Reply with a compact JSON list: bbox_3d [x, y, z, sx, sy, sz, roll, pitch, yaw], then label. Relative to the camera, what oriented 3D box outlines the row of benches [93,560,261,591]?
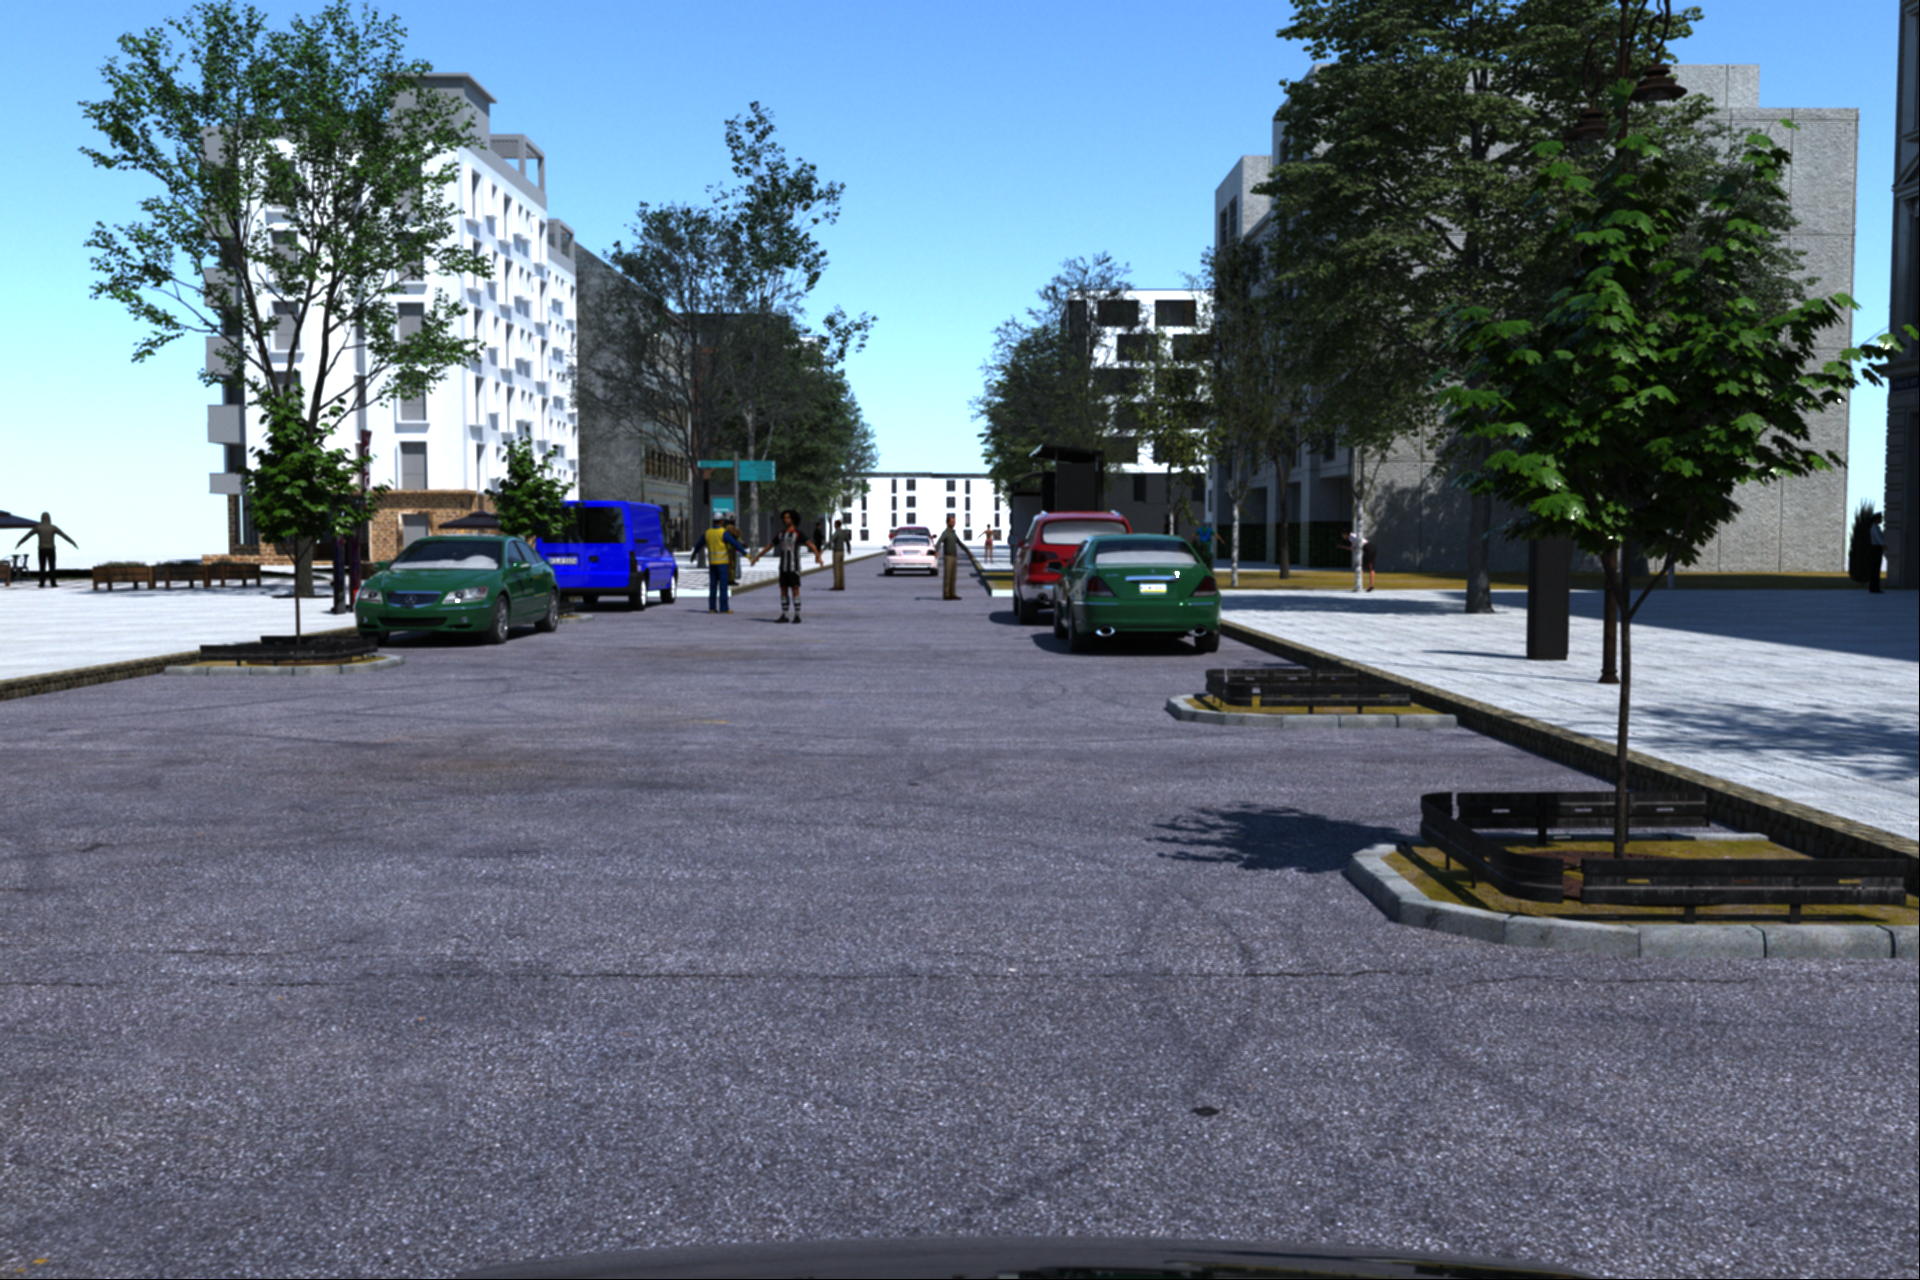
[{"bbox_3d":[-18.493,-1.554,40.866,1.422,0.672,4.104,2,4,32],"label":"row of benches"}]

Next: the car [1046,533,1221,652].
[{"bbox_3d":[2.221,-0.651,22.445,2.131,1.459,4.920,0,4,-1],"label":"car"}]

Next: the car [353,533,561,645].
[{"bbox_3d":[-6.844,-0.744,23.970,2.131,1.459,4.920,0,4,0],"label":"car"}]

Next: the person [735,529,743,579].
[{"bbox_3d":[-6.416,-2.456,49.426,0.599,1.433,0.991,2,4,24],"label":"person"}]

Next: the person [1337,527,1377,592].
[{"bbox_3d":[8.811,-1.783,38.379,0.799,1.438,0.628,0,4,-5],"label":"person"}]

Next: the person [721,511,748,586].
[{"bbox_3d":[-5.692,-2.282,43.078,0.705,1.858,1.354,-2,4,-34],"label":"person"}]

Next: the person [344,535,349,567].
[{"bbox_3d":[-24.041,-3.801,68.081,0.705,1.837,1.347,0,4,1],"label":"person"}]

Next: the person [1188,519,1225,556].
[{"bbox_3d":[8.785,-3.418,62.012,1.347,1.817,0.704,1,4,15],"label":"person"}]

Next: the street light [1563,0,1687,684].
[{"bbox_3d":[5.588,-2.565,14.732,0.468,5.910,1.993,0,3,0],"label":"street light"}]

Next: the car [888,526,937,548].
[{"bbox_3d":[-2.215,-4.463,81.643,2.281,1.827,5.304,0,4,-1],"label":"car"}]

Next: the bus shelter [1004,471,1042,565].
[{"bbox_3d":[2.584,-3.942,58.375,2.014,3.302,5.546,0,4,0],"label":"bus shelter"}]

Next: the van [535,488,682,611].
[{"bbox_3d":[-6.817,-1.807,33.921,2.240,2.365,5.245,0,4,0],"label":"van"}]

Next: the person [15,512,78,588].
[{"bbox_3d":[-21.925,-2.169,41.585,1.348,1.813,0.705,-2,4,-25],"label":"person"}]

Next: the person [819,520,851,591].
[{"bbox_3d":[-3.112,-2.156,43.977,0.705,1.796,1.348,2,4,29],"label":"person"}]

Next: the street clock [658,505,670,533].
[{"bbox_3d":[-7.367,-2.353,43.045,0.358,2.002,0.471,0,4,1],"label":"street clock"}]

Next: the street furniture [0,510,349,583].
[{"bbox_3d":[-30.862,-2.814,51.039,27.439,1.986,14.083,0,4,-8],"label":"street furniture"}]

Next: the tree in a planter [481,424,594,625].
[{"bbox_3d":[-7.069,-1.894,28.193,1.991,3.239,1.994,0,4,1],"label":"tree in a planter"}]

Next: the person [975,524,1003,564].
[{"bbox_3d":[1.256,-4.155,74.740,1.217,1.733,0.721,1,4,11],"label":"person"}]

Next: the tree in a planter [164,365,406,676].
[{"bbox_3d":[-7.070,-1.295,18.403,1.991,3.239,1.994,0,4,0],"label":"tree in a planter"}]

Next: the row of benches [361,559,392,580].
[{"bbox_3d":[-13.220,-1.701,43.269,1.422,0.672,4.104,3,4,36],"label":"row of benches"}]

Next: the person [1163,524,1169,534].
[{"bbox_3d":[9.321,-4.429,79.132,0.721,1.740,1.216,1,4,9],"label":"person"}]

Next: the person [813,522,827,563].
[{"bbox_3d":[-6.291,-4.350,77.316,0.705,1.806,1.347,-2,4,-27],"label":"person"}]

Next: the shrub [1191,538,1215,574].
[{"bbox_3d":[5.972,-1.998,43.781,1.383,1.207,1.383,0,3,0],"label":"shrub"}]

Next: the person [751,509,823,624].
[{"bbox_3d":[-2.750,-1.178,27.865,1.345,1.843,0.704,2,4,26],"label":"person"}]

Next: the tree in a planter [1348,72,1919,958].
[{"bbox_3d":[2.610,-0.583,6.749,1.991,3.239,1.994,0,4,1],"label":"tree in a planter"}]

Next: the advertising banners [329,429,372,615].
[{"bbox_3d":[-9.952,-1.970,28.404,0.090,3.025,2.074,0,4,-1],"label":"advertising banners"}]

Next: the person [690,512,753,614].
[{"bbox_3d":[-4.349,-1.400,31.323,1.349,1.833,0.705,2,4,26],"label":"person"}]

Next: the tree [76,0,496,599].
[{"bbox_3d":[-13.210,-6.644,34.389,9.928,11.665,9.643,0,3,0],"label":"tree"}]

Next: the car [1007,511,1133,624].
[{"bbox_3d":[1.948,-1.252,29.137,2.281,1.827,5.304,0,4,0],"label":"car"}]

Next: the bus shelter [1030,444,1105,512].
[{"bbox_3d":[2.966,-3.496,48.444,1.731,3.624,6.357,0,4,-1],"label":"bus shelter"}]

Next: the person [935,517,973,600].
[{"bbox_3d":[-0.189,-1.766,37.611,0.705,1.796,1.348,2,4,35],"label":"person"}]

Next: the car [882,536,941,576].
[{"bbox_3d":[-1.688,-2.934,60.330,2.083,1.381,4.827,0,4,-1],"label":"car"}]

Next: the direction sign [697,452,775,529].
[{"bbox_3d":[-7.238,-4.156,56.719,2.525,3.948,1.411,0,4,0],"label":"direction sign"}]

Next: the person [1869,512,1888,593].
[{"bbox_3d":[20.090,-1.917,37.800,0.721,1.778,1.216,1,4,21],"label":"person"}]

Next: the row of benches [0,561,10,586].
[{"bbox_3d":[-25.336,-1.625,42.027,4.104,0.672,1.422,0,4,-3],"label":"row of benches"}]
